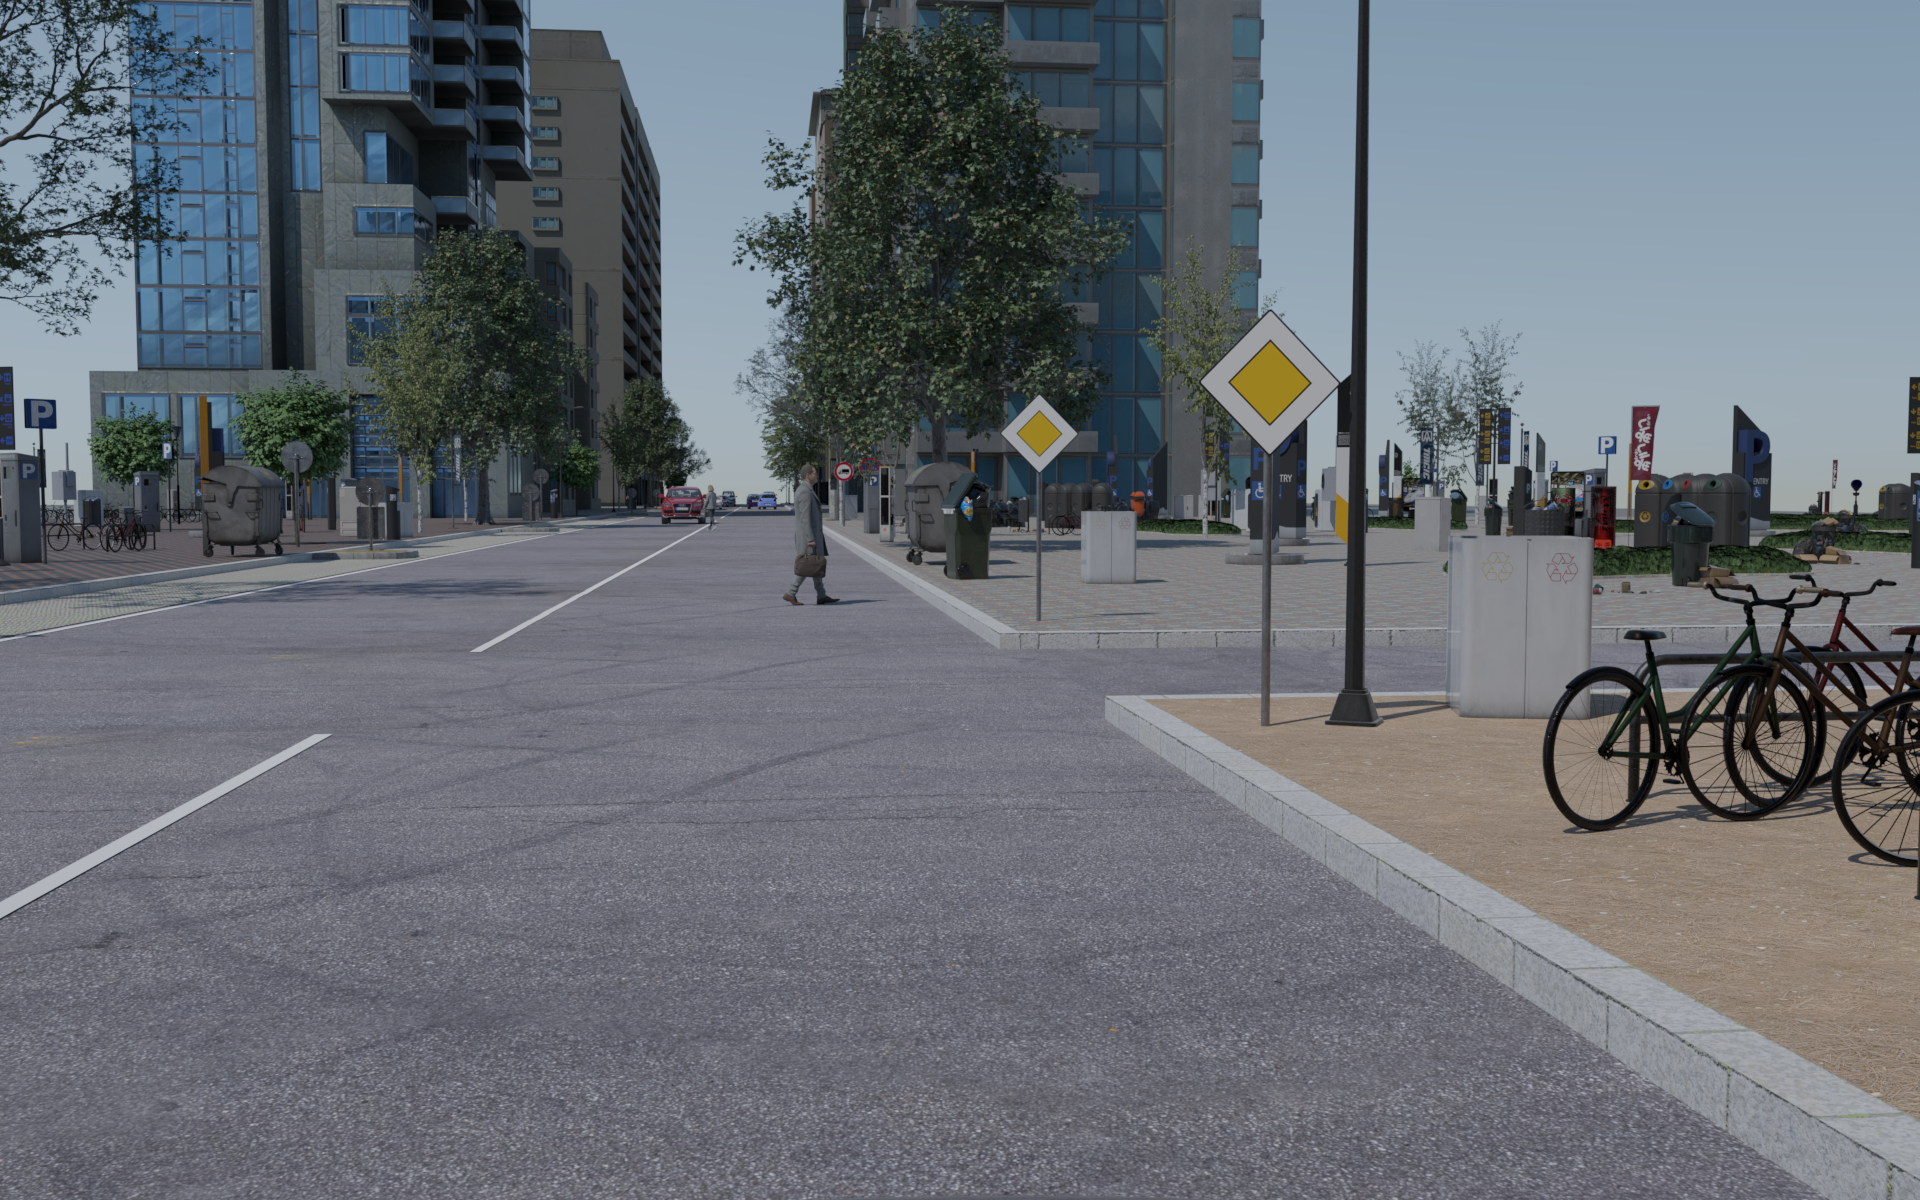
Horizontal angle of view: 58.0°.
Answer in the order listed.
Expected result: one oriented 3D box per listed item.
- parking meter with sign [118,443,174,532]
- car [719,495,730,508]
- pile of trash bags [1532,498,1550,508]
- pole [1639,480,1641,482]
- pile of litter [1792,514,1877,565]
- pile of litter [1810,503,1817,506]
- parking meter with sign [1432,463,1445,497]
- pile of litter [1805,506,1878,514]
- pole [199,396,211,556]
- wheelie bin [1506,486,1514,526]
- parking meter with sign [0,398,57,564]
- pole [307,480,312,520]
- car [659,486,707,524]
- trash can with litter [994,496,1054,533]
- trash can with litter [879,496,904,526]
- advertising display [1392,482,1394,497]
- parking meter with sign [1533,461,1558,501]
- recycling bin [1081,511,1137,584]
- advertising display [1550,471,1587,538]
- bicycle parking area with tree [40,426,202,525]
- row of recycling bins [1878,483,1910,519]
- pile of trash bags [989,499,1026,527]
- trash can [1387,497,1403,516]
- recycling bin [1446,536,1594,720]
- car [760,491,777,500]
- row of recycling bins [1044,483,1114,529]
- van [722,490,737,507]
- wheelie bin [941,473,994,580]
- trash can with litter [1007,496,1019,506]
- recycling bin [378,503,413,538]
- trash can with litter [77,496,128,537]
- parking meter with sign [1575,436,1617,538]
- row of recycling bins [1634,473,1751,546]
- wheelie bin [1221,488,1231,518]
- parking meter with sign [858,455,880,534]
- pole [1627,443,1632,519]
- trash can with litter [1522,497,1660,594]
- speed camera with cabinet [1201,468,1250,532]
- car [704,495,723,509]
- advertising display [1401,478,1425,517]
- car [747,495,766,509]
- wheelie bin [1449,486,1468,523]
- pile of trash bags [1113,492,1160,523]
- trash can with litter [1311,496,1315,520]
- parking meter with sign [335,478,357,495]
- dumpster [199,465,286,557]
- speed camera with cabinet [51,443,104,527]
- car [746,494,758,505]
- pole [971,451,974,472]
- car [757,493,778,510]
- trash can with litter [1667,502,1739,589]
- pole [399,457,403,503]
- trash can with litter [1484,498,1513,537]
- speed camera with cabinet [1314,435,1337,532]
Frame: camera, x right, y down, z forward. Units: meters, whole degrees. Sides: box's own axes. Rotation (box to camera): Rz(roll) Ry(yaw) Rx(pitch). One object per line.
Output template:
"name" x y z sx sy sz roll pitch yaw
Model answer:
"parking meter with sign" -27.379 -3.792 58.261 0.543 3.016 1.738 2 4 35
"car" -25.567 -10.542 184.946 1.945 1.354 3.894 0 4 -7
"pile of trash bags" 27.956 -4.483 83.057 1.912 1.369 3.447 0 4 -7
"pole" 24.541 -4.193 62.399 0.158 3.312 0.155 0 3 0
"pile of litter" 15.930 -1.105 32.035 1.176 0.858 1.719 -2 4 -30
"pile of litter" 38.914 -3.952 78.578 1.719 0.858 1.176 0 4 6
"parking meter with sign" 26.184 -6.023 94.734 0.543 3.016 1.738 0 4 -6
"pile of litter" 25.151 -2.150 49.116 1.176 0.858 1.719 -3 4 -38
"pole" -15.678 -2.576 35.967 0.158 3.312 0.155 0 3 0
"wheelie bin" 22.439 -3.776 69.653 0.693 1.594 0.980 -3 4 -38
"parking meter with sign" -17.487 -2.203 32.274 1.738 3.016 0.543 3 4 37
"pole" -32.527 -5.672 86.584 0.158 3.312 0.155 0 3 0
"car" -13.361 -4.599 83.872 2.281 1.827 5.304 0 4 -7
"trash can with litter" 2.283 -2.859 57.801 1.678 1.210 2.233 -2 4 -35
"trash can with litter" -2.743 -3.517 68.565 2.233 1.210 1.678 -3 5 -42
"advertising display" 23.479 -5.381 93.189 0.123 1.923 0.974 3 4 36
"parking meter with sign" 30.246 -5.750 90.272 1.738 3.016 0.543 -1 4 -20
"recycling bin" 2.147 -0.764 25.038 0.722 1.027 0.722 0 4 -3
"advertising display" 17.050 -2.653 48.591 0.974 1.923 0.123 3 4 39
"bicycle parking area with tree" -35.013 -5.386 75.057 9.016 4.147 8.231 -2 4 -30
"row of recycling bins" 36.325 -3.677 67.225 1.069 1.692 3.534 2 4 23
"pile of trash bags" 0.719 -3.500 66.970 3.447 1.369 1.912 -1 4 -23
"trash can" 18.636 -3.816 74.042 0.748 1.137 0.748 0 3 0
"recycling bin" 3.279 0.144 10.198 0.722 1.027 0.722 1 4 8
"car" -25.827 -13.776 233.915 2.281 1.827 5.304 0 4 -7
"row of recycling bins" 4.387 -3.501 64.355 1.069 1.692 3.534 -3 4 -36
"van" -26.351 -11.628 197.129 2.013 2.044 4.112 0 4 -7
"wheelie bin" 0.120 -1.119 26.204 0.693 1.594 0.980 -1 4 -20
"trash can with litter" 2.731 -4.347 82.465 0.624 1.170 1.055 2 4 33
"recycling bin" -16.685 -2.365 51.228 0.722 1.027 0.722 2 4 32
"trash can with litter" -26.107 -2.564 52.987 1.678 1.210 2.233 3 4 37
"parking meter with sign" 18.846 -3.384 51.583 1.738 3.016 0.543 -3 5 -42
"row of recycling bins" 14.817 -1.711 35.093 1.069 1.692 3.534 0 4 -6
"wheelie bin" 14.282 -5.179 92.577 0.693 1.594 0.980 -1 4 -12
"parking meter with sign" -2.922 -3.694 56.657 0.543 3.016 1.738 -1 4 -13
"pole" 26.991 -4.643 69.754 0.158 3.312 0.155 0 3 0
"trash can with litter" 7.995 -0.699 22.485 2.233 1.210 1.678 0 4 7
"speed camera with cabinet" 9.629 -4.119 61.685 2.038 3.252 0.660 1 4 13
"car" -23.308 -9.202 162.806 2.083 1.381 4.827 0 4 -7
"advertising display" 17.840 -3.852 68.201 0.974 1.923 0.123 -1 4 -15
"car" -19.343 -9.315 164.873 1.945 1.354 3.894 0 4 -5
"wheelie bin" 19.279 -3.612 66.960 0.693 1.594 0.980 1 4 18
"pile of trash bags" 6.824 -3.524 67.375 1.912 1.369 3.447 0 4 -1
"trash can with litter" 17.803 -4.518 85.258 0.624 1.170 1.055 -3 4 -36
"parking meter with sign" -29.081 -5.275 82.503 0.543 3.016 1.738 2 4 32
"dumpster" -14.800 -1.835 35.754 1.264 1.857 1.865 0 4 -6
"speed camera with cabinet" -34.288 -4.462 67.292 0.660 3.252 2.038 1 4 16
"car" -27.089 -13.363 227.287 1.959 1.807 4.718 0 4 -5
"pole" 0.610 -5.451 82.969 0.158 3.312 0.155 0 3 0
"car" -17.854 -9.224 160.395 1.945 1.707 3.694 0 4 -8
"trash can with litter" 10.295 -0.765 23.901 0.624 1.170 1.055 -1 4 -22
"pole" -28.638 -5.804 88.746 0.158 3.312 0.155 0 3 0
"trash can with litter" 16.417 -2.513 52.469 1.055 1.170 0.624 2 4 24
"speed camera with cabinet" 12.549 -3.962 59.107 0.660 3.252 2.038 0 4 3
